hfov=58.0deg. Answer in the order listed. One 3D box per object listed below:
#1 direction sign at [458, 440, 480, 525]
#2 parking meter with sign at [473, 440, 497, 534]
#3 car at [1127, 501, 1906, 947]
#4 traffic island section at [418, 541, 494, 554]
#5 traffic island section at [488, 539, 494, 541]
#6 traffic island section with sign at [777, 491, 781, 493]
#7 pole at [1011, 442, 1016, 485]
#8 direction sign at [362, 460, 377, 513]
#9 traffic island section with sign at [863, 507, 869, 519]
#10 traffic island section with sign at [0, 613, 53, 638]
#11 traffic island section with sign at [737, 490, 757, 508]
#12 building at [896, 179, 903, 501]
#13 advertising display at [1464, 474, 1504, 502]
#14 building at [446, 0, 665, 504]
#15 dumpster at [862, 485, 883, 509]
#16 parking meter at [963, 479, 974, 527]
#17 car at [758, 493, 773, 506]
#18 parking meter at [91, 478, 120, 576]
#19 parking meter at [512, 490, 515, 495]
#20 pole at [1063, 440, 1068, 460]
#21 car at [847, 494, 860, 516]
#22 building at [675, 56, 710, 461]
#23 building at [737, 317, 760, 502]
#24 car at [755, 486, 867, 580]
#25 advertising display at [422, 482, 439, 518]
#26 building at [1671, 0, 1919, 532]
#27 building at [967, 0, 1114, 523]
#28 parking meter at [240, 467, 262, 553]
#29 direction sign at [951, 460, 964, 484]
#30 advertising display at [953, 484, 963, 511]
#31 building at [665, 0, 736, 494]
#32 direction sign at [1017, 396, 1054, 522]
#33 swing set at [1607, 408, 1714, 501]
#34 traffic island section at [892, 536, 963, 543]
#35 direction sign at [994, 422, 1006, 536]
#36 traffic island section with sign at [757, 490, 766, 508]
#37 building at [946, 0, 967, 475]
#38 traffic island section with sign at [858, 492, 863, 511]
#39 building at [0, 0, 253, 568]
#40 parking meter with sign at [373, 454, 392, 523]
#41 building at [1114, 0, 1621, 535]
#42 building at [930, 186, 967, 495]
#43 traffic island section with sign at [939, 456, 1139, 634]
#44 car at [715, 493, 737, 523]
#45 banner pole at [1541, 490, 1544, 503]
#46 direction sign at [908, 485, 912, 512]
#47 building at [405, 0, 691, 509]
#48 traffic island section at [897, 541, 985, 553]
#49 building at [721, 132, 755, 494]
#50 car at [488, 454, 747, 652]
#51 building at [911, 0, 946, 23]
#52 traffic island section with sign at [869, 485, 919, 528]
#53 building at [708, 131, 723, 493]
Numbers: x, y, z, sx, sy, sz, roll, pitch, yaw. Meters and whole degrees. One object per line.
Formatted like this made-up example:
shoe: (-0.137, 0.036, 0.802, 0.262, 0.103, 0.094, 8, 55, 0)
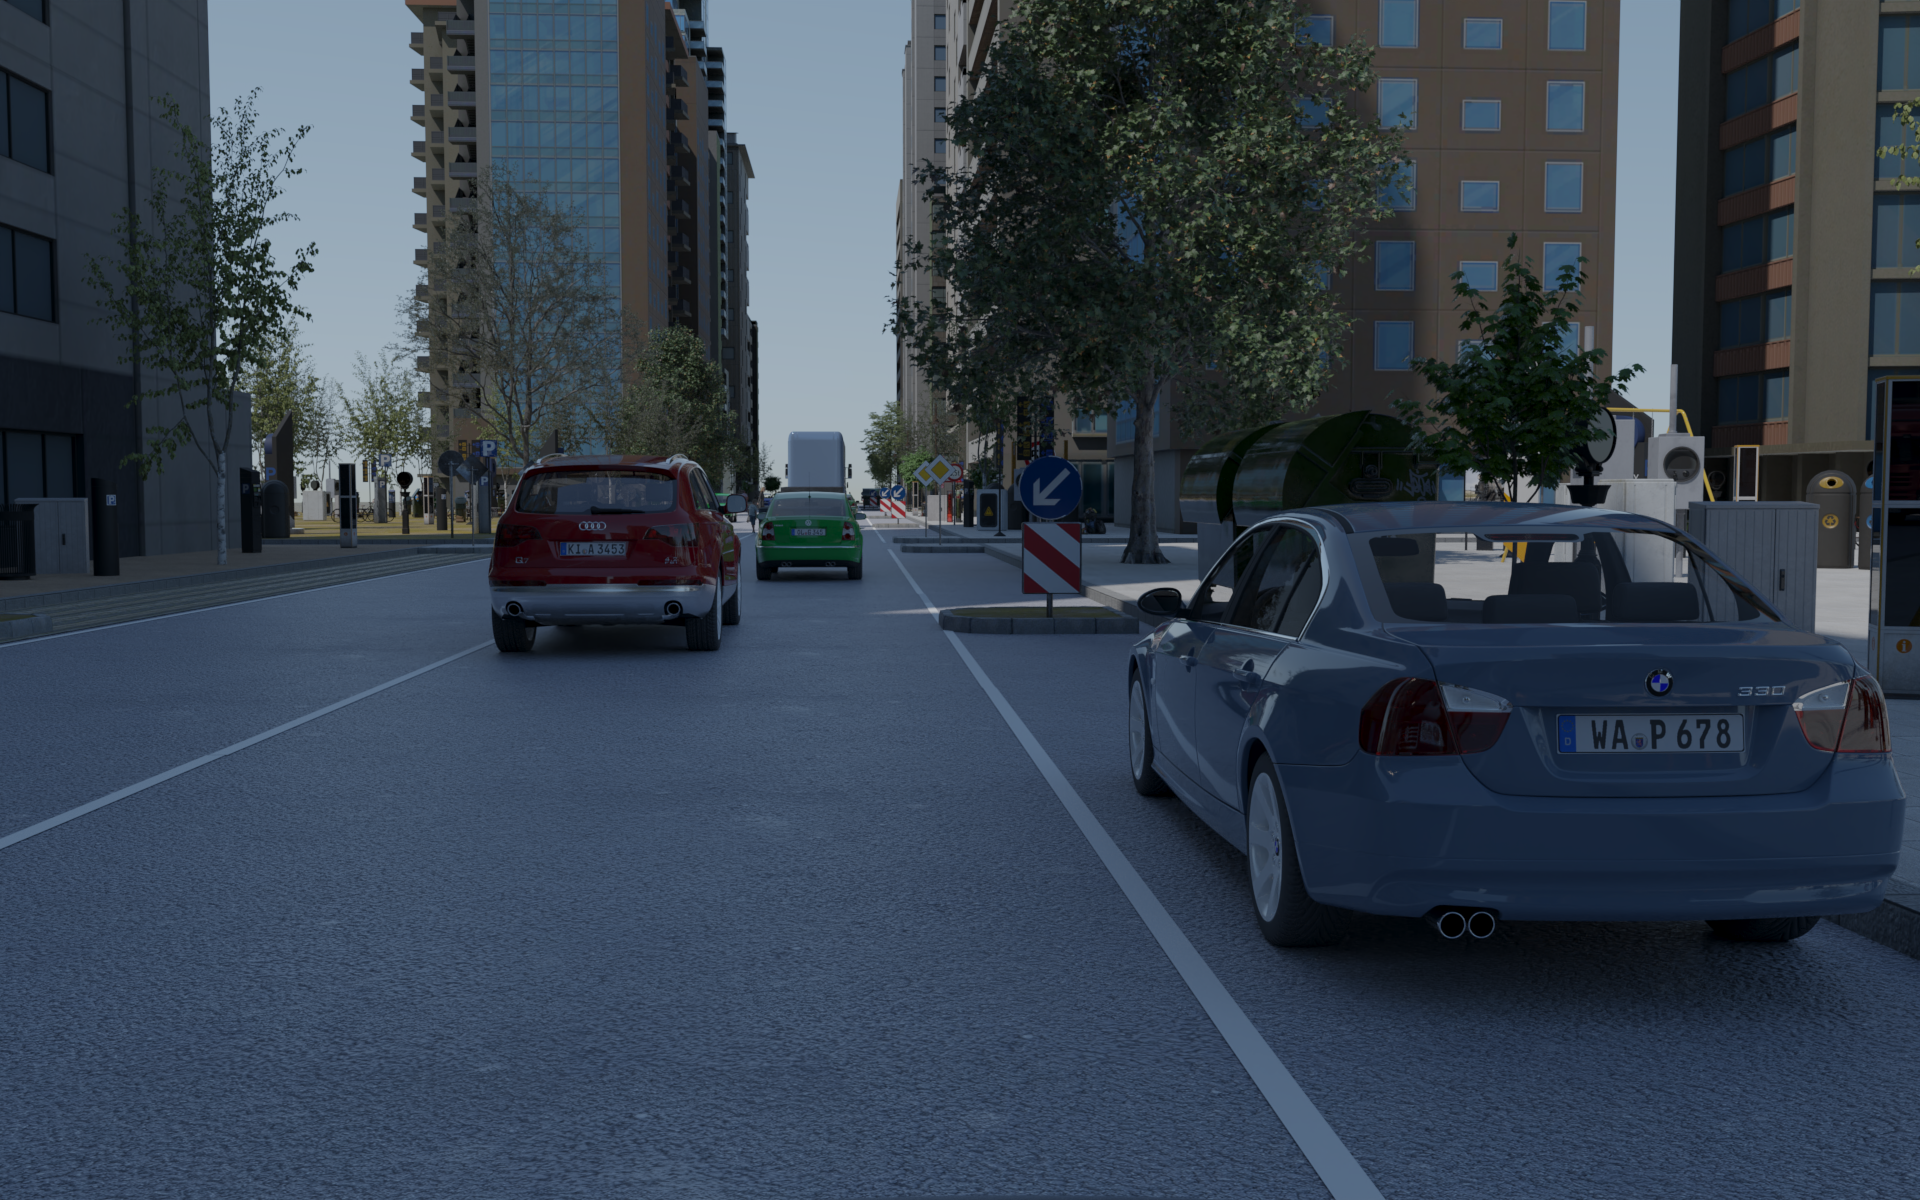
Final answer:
direction sign: (-20.463, -4.912, 72.310, 0.876, 3.537, 0.379, -1, 4, -14)
parking meter with sign: (-15.568, -3.684, 56.492, 0.543, 3.016, 1.738, -2, 4, -29)
car: (1.768, 0.318, 6.800, 2.014, 1.417, 4.499, 0, 4, -3)
traffic island section: (-12.047, -1.255, 42.792, 2.009, 0.180, 2.903, 0, 4, -4)
traffic island section: (-12.556, -1.742, 50.761, 2.009, 0.180, 2.903, 0, 4, -4)
traffic island section with sign: (-24.153, -13.668, 232.103, 1.989, 1.847, 2.006, 0, 4, -4)
pole: (2.086, -4.497, 67.370, 0.158, 3.312, 0.155, 0, 3, 0)
direction sign: (-38.982, -7.486, 114.396, 0.876, 3.537, 0.379, -1, 4, -15)
traffic island section with sign: (-4.486, -5.656, 101.095, 1.989, 1.847, 2.006, 0, 4, -4)
traffic island section with sign: (-10.445, -0.545, 17.533, 1.989, 1.847, 2.006, 0, 4, -4)
traffic island section with sign: (-18.925, -8.659, 150.205, 1.989, 1.847, 2.006, 0, 4, -4)
building: (1.618, -38.497, 253.132, 21.300, 48.544, 21.600, 0, 4, -4)
advertising display: (11.898, -2.079, 39.199, 0.974, 1.923, 0.123, 2, 4, 29)
building: (-29.910, -29.435, 131.380, 14.600, 45.320, 14.200, 0, 4, -4)
dumpster: (-8.246, -9.695, 163.456, 1.985, 2.255, 1.502, 0, 4, -3)
parking meter: (0.340, -3.750, 67.027, 0.255, 1.863, 0.399, -3, 5, -44)
car: (-21.260, -11.004, 189.512, 1.945, 1.707, 3.694, 0, 4, -5)
parking meter: (-13.411, -1.148, 27.175, 0.372, 1.533, 0.369, 0, 3, 0)
parking meter: (-24.552, -5.334, 95.620, 0.372, 1.533, 0.369, 0, 3, 0)
pole: (3.985, -4.383, 65.505, 0.158, 3.312, 0.155, 0, 3, 0)
car: (-6.756, -5.299, 98.444, 2.131, 1.459, 4.920, 0, 4, -5)
building: (-32.712, -32.059, 174.276, 14.600, 45.320, 14.200, 0, 4, -4)
building: (-39.543, -30.900, 276.917, 14.160, 30.474, 14.107, 0, 4, -4)
car: (-2.605, -1.314, 30.278, 1.959, 1.807, 4.718, 0, 4, -4)
advertising display: (-28.188, -5.325, 92.282, 0.123, 1.923, 0.974, 3, 5, 42)
building: (42.467, -25.172, 66.192, 28.867, 44.769, 22.147, 0, 4, -4)
building: (11.671, -28.288, 86.217, 21.300, 48.544, 21.600, 0, 4, -4)
parking meter: (-15.441, -1.958, 37.727, 0.399, 1.863, 0.255, 1, 4, 22)
direction sign: (-0.164, -7.610, 116.424, 0.876, 3.537, 0.379, 1, 4, 20)
advertising display: (0.011, -6.681, 114.447, 0.974, 1.923, 0.123, -1, 4, -13)
building: (-40.302, -55.774, 224.576, 22.319, 86.520, 31.000, 0, 4, -4)
direction sign: (1.744, -2.939, 40.056, 0.876, 3.537, 0.379, 1, 4, 16)
swing set: (12.103, -2.081, 31.642, 3.119, 2.851, 2.862, -1, 4, -21)
traffic island section: (-0.988, -1.787, 51.493, 2.009, 0.180, 2.903, 0, 4, -4)
direction sign: (1.207, -3.699, 52.475, 0.379, 3.537, 0.876, 1, 4, 14)
traffic island section with sign: (-20.645, -10.306, 177.126, 1.989, 1.847, 2.006, 0, 4, -4)
building: (12.937, -33.931, 144.017, 28.713, 52.752, 27.495, 0, 4, -4)
traffic island section with sign: (-7.687, -8.722, 151.228, 1.989, 1.847, 2.006, 0, 4, -4)
building: (-26.836, -36.147, 29.248, 20.611, 71.187, 20.563, 0, 4, -4)
parking meter with sign: (-25.532, -4.901, 76.386, 0.543, 3.016, 1.738, -2, 4, -31)
building: (13.236, -25.100, 60.494, 14.200, 45.320, 14.600, 0, 4, -4)
building: (4.033, -24.051, 164.934, 14.160, 30.474, 14.107, 0, 4, -4)
traffic island section with sign: (0.783, -0.612, 18.638, 1.989, 1.847, 2.006, 0, 4, -4)
car: (-12.283, -4.831, 87.787, 1.959, 1.807, 4.718, 0, 4, -4)
banner pole: (17.347, -3.808, 52.277, 0.863, 3.779, 0.401, 0, 4, 7)
direction sign: (-3.567, -8.066, 123.882, 0.379, 3.537, 0.876, 3, 5, 44)
building: (-35.534, -30.456, 152.576, 22.147, 44.769, 28.867, 0, 4, -4)
traffic island section: (-0.479, -1.299, 43.524, 2.009, 0.180, 2.903, 0, 4, -4)
building: (-45.059, -40.718, 254.981, 28.713, 52.752, 27.495, 0, 4, -4)
car: (-3.305, -0.528, 17.301, 2.281, 1.827, 5.304, 0, 4, -4)
building: (5.296, -39.347, 185.322, 21.231, 58.520, 28.212, 0, 4, -4)
traffic island section with sign: (-2.771, -4.010, 74.194, 1.989, 1.847, 2.006, 0, 4, -4)
building: (-33.585, -30.914, 189.045, 14.154, 41.232, 14.086, 0, 4, -4)
